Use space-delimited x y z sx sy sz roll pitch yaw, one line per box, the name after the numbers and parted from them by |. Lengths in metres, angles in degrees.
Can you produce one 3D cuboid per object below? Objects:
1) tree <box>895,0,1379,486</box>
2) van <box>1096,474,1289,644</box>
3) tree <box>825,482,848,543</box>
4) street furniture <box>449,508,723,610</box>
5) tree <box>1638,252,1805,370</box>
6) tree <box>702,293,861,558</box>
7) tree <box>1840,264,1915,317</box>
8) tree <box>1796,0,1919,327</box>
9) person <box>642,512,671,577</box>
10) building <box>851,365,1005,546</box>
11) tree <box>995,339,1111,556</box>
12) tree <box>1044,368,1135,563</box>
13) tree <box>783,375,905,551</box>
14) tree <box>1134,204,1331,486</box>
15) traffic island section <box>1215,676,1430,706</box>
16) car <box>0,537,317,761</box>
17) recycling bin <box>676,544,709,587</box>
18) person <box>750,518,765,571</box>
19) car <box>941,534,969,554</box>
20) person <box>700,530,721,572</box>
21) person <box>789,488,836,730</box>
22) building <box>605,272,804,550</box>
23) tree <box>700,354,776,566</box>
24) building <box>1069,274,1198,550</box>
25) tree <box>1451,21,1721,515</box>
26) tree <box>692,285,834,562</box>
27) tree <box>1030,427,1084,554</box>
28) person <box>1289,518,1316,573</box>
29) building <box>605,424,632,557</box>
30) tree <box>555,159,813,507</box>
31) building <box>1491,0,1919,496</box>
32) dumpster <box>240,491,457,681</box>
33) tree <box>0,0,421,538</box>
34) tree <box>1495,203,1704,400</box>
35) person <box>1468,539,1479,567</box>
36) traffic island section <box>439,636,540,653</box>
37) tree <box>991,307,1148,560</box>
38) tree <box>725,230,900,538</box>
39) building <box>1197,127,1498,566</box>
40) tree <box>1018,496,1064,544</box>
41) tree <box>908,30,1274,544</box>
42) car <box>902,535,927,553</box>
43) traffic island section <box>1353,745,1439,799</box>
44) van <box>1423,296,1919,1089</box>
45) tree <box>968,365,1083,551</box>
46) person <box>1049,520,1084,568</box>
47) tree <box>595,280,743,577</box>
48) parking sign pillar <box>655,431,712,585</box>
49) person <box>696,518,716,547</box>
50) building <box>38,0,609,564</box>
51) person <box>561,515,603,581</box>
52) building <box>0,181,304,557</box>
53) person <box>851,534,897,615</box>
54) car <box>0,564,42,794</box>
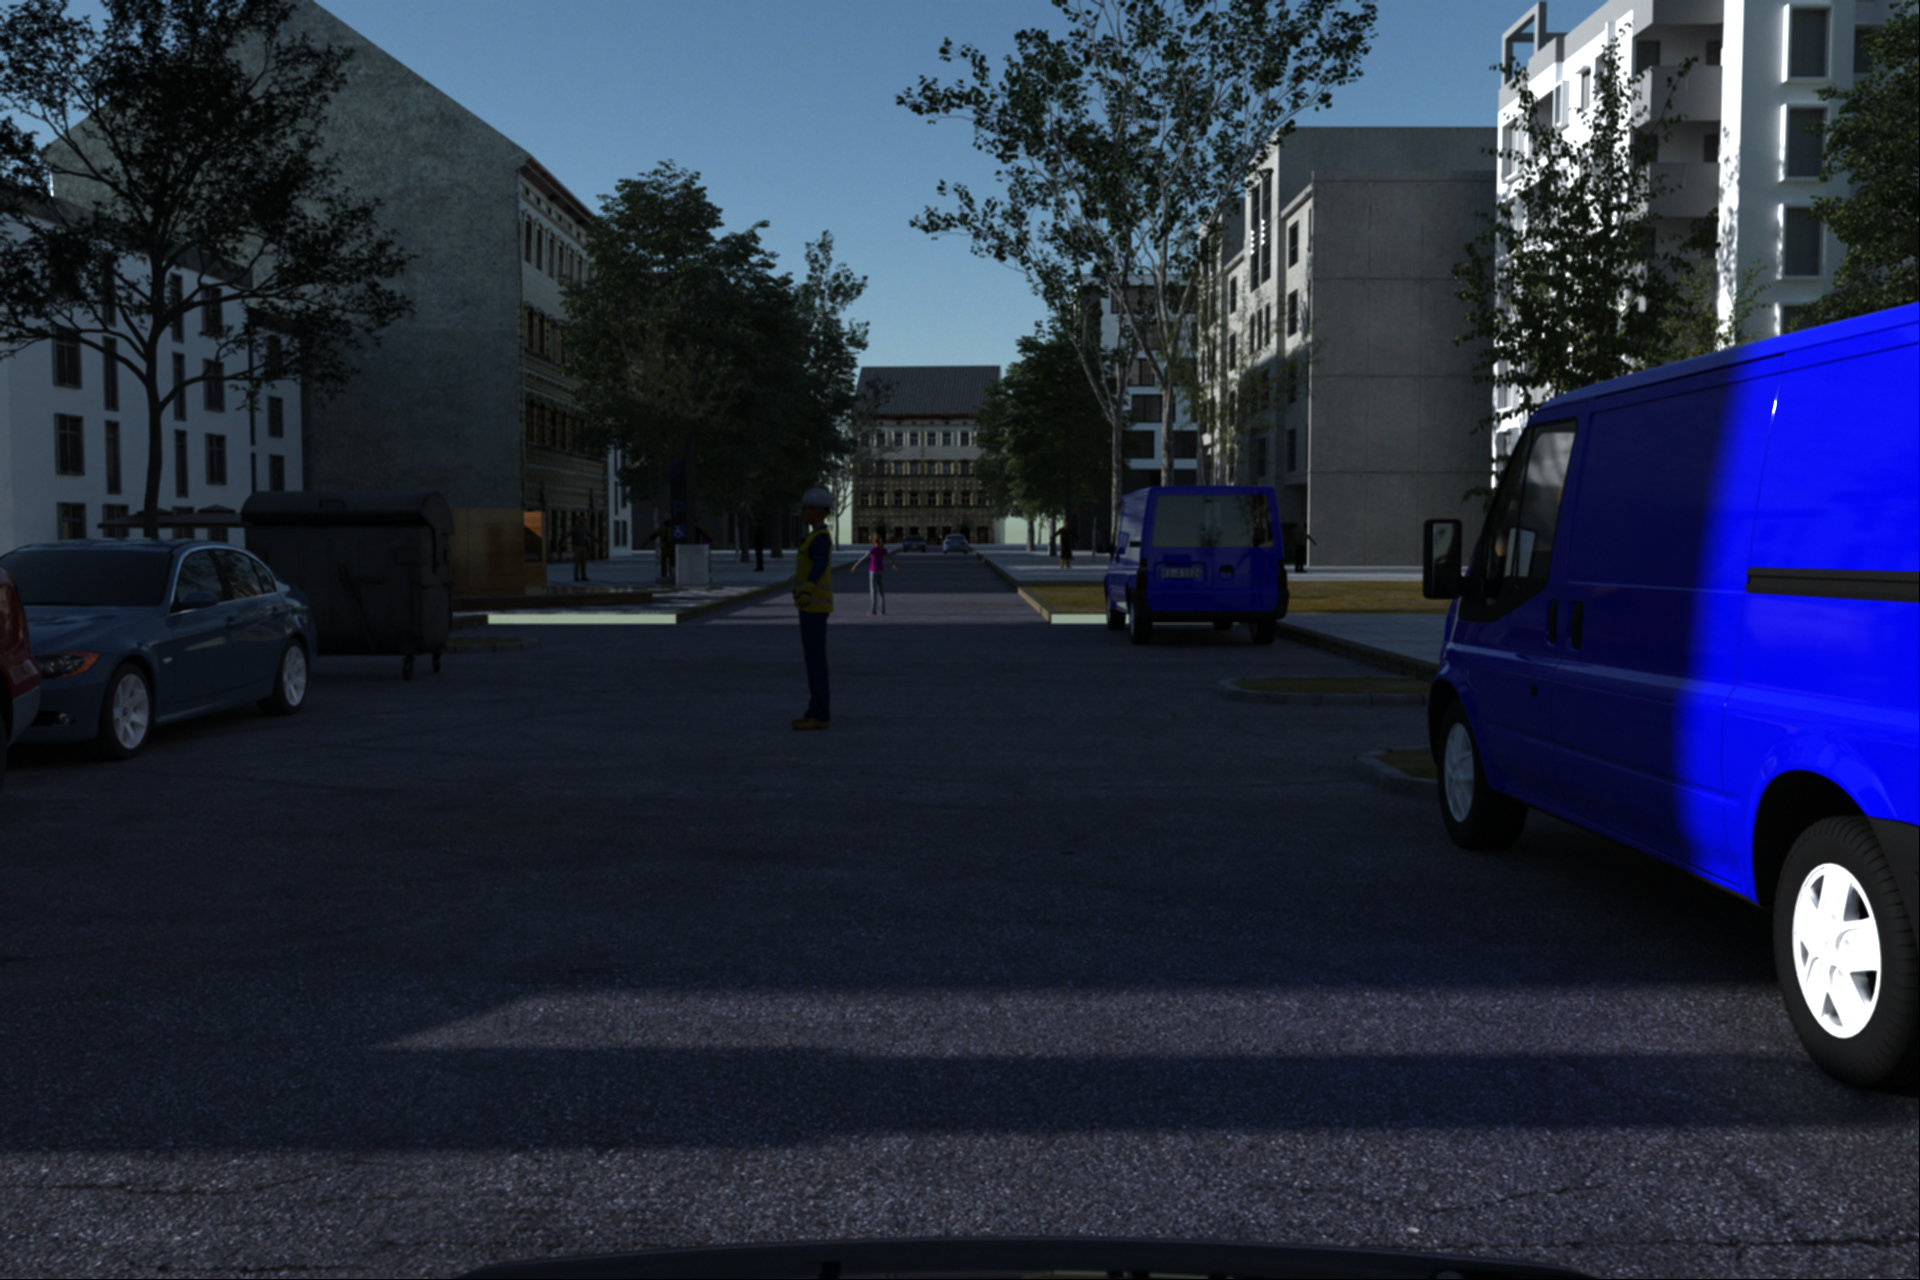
4.528 -11.836 49.404 12.611 20.169 13.585 0 3 0 | tree
3.151 -1.211 24.186 2.240 2.365 5.245 0 3 0 | van
-16.767 -16.771 224.559 4.737 8.622 4.395 0 3 0 | tree
-11.021 -1.558 32.331 9.812 1.723 11.010 3 5 40 | street furniture
20.218 -5.853 46.059 4.737 8.622 4.395 0 3 0 | tree
-9.907 -11.351 92.247 9.857 13.997 8.962 0 3 0 | tree
25.467 -5.893 46.716 4.737 8.622 4.395 0 3 0 | tree
22.598 -7.922 36.186 9.857 13.997 8.962 0 3 0 | tree
-7.786 -2.467 46.101 1.354 1.858 0.705 -2 4 -25 | person
-3.778 -23.961 225.152 18.063 23.208 19.493 0 4 5 | building
5.657 -11.156 100.525 7.486 12.596 7.792 0 3 0 | tree
5.994 -7.735 76.822 4.360 8.622 3.978 0 3 0 | tree
-9.237 -13.507 131.206 12.009 13.543 11.850 0 3 0 | tree
5.586 -5.443 39.356 4.360 8.622 3.978 0 3 0 | tree
3.320 0.453 15.459 1.991 0.108 1.994 0 3 0 | traffic island section
-6.127 -0.028 12.467 2.014 1.417 4.499 0 4 0 | car
-6.507 -1.809 42.136 0.722 1.027 0.722 0 4 -1 | recycling bin
-6.954 -3.292 59.760 0.705 1.837 1.347 1 4 10 | person
-0.335 -6.893 124.697 2.014 1.417 4.499 0 4 -1 | car
-8.650 -3.047 59.086 0.991 1.433 0.599 -1 4 -13 | person
-1.151 -0.237 12.796 0.721 1.772 1.216 0 4 -7 | person
-29.054 -18.818 151.654 27.936 21.610 32.646 0 4 0 | building
-8.928 -7.340 70.375 4.360 8.622 3.978 0 3 0 | tree
23.381 -18.882 152.700 27.936 21.610 32.646 0 3 0 | building
9.148 -4.623 25.946 4.737 8.622 4.395 0 3 0 | tree
-9.575 -9.806 78.462 7.486 12.596 7.792 0 3 0 | tree
5.462 -9.690 108.800 4.360 8.622 3.978 0 3 0 | tree
11.336 -3.146 57.570 0.705 1.813 1.348 -2 4 -27 | person
-24.082 -9.874 103.579 9.099 9.664 28.070 0 4 -1 | building
-9.398 -9.352 59.556 9.857 13.997 8.962 0 3 0 | tree
25.125 -12.648 63.221 16.016 20.090 11.380 0 4 0 | building
-6.111 -0.559 17.357 1.865 1.857 1.264 0 4 0 | dumpster
-11.417 -5.531 24.842 7.601 10.594 8.767 -2 4 -28 | tree
14.205 -5.410 38.821 4.737 8.622 4.395 0 3 0 | tree
5.327 -0.645 16.383 1.345 1.849 0.704 -1 4 -21 | person
-6.392 0.065 21.796 1.991 0.108 1.994 0 4 0 | traffic island section
5.462 -10.272 86.079 7.486 12.596 7.792 0 3 0 | tree
-10.116 -15.558 110.265 12.611 20.169 13.585 0 3 0 | tree
22.136 -13.306 84.014 16.747 18.905 31.486 0 4 0 | building
10.338 -17.355 218.159 7.601 10.594 8.767 0 4 8 | tree
4.743 -12.896 66.731 12.611 20.169 13.585 0 3 0 | tree
-3.504 -7.392 133.444 1.945 1.354 3.894 0 3 0 | car
3.369 0.782 10.086 1.991 0.108 1.994 0 4 -1 | traffic island section
3.198 -0.107 6.133 2.240 2.365 5.245 0 4 -1 | van
5.162 -13.541 128.044 9.857 13.997 8.962 0 3 0 | tree
3.968 -3.600 64.995 1.346 1.812 0.704 -1 4 -13 | person
-8.979 -6.137 50.706 4.360 8.622 3.978 0 3 0 | tree
-7.120 -3.430 44.548 1.447 3.967 1.447 0 4 1 | parking sign pillar
-8.201 -2.900 53.602 1.347 1.806 0.705 1 4 20 | person
-26.967 -15.117 78.099 19.493 23.208 18.063 0 4 -1 | building
-10.388 -2.518 47.436 0.705 1.796 1.348 3 5 42 | person
-26.960 -6.909 55.105 9.099 9.664 28.070 0 4 0 | building
-1.508 -1.169 30.838 0.991 1.433 0.599 -3 4 -38 | person
-5.675 0.126 6.610 2.281 1.827 5.304 0 4 0 | car
